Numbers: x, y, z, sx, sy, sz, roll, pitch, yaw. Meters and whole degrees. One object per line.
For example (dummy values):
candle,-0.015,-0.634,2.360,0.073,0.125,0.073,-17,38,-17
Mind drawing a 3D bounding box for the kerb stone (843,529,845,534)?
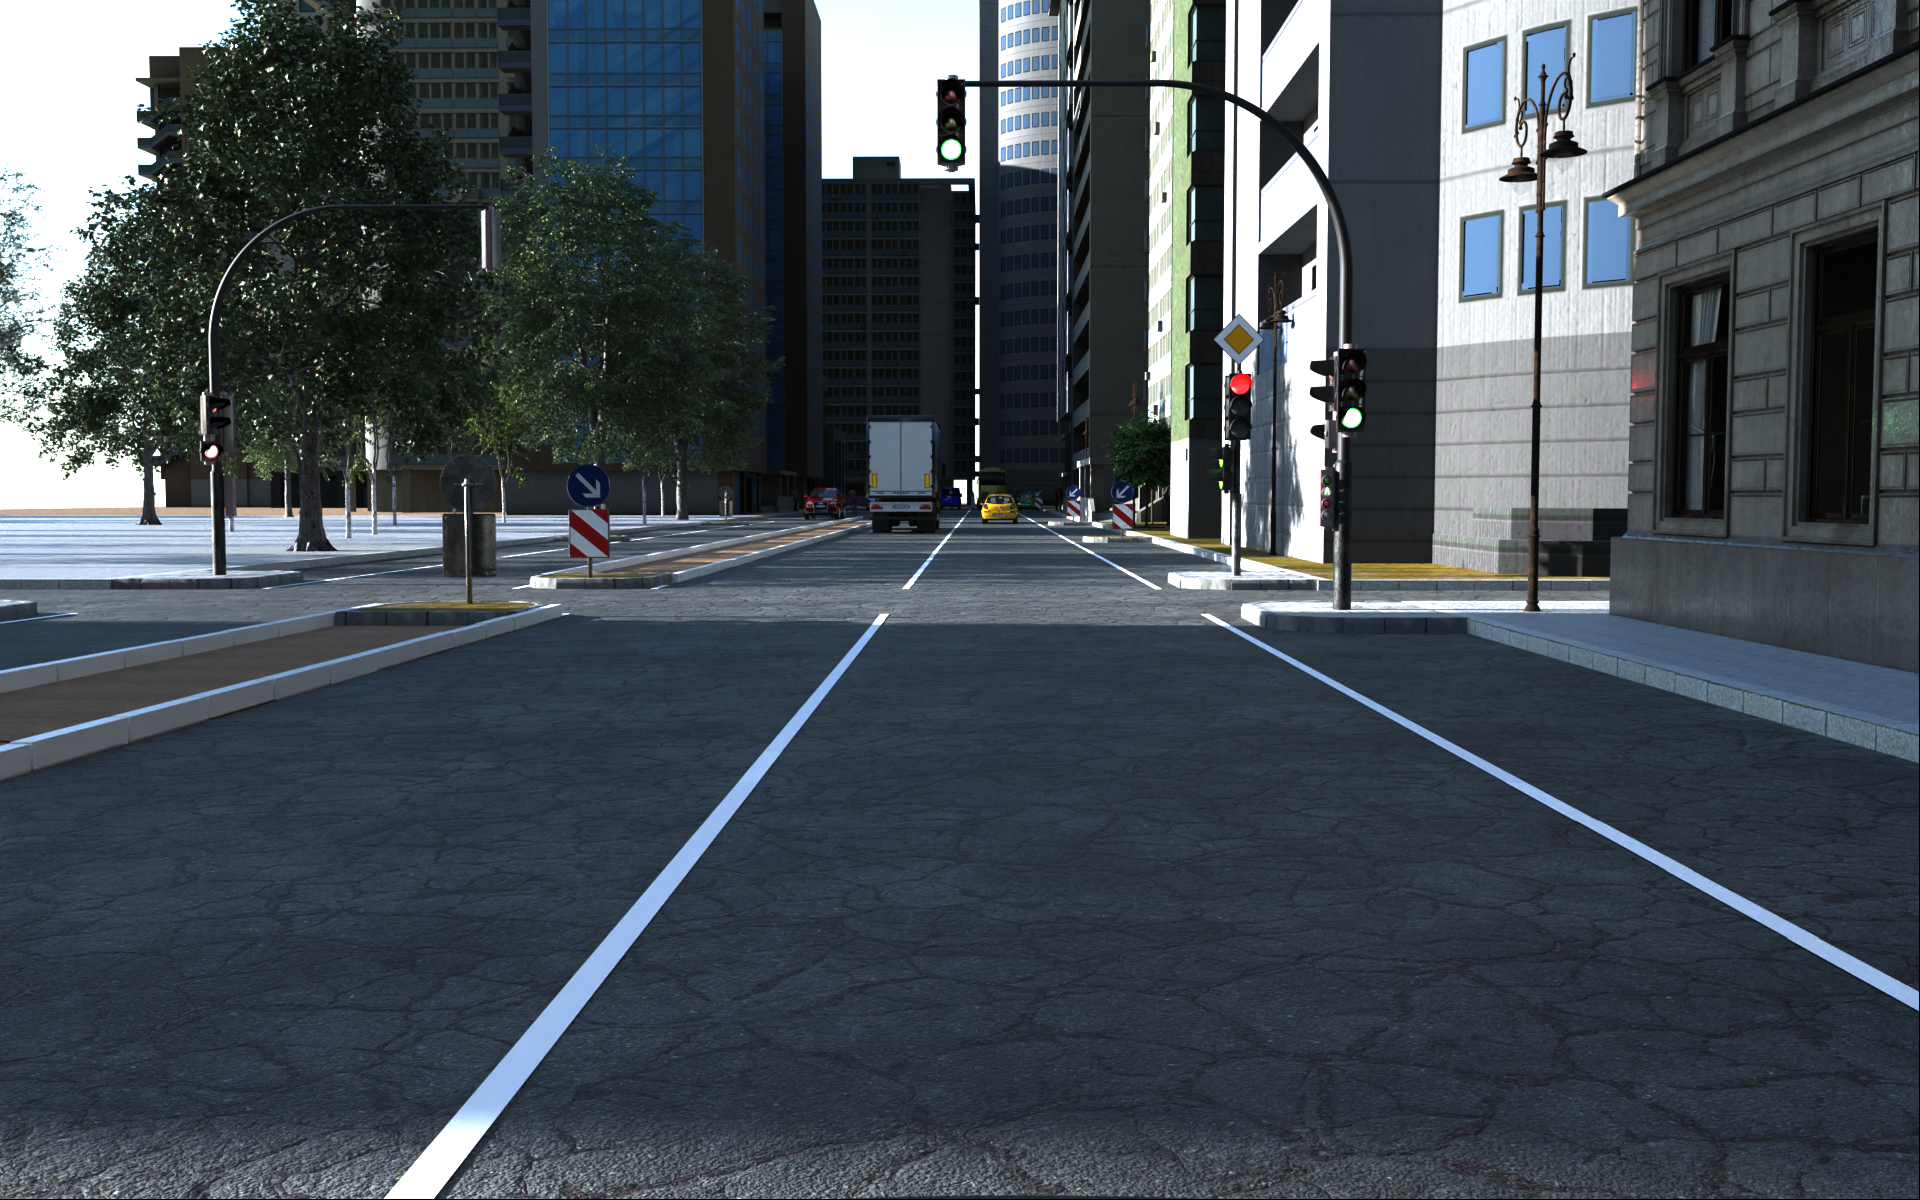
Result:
kerb stone,-4.177,-2.325,60.225,0.120,0.150,1.000,0,4,1

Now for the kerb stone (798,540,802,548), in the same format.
kerb stone,-4.368,-1.447,45.856,0.120,0.150,1.000,0,4,1

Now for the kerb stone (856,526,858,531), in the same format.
kerb stone,-4.094,-2.701,66.372,0.120,0.150,1.000,0,4,1

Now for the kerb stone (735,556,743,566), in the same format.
kerb stone,-4.510,-0.750,34.598,0.120,0.150,1.000,0,4,1

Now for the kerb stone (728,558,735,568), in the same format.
kerb stone,-4.533,-0.695,33.564,0.120,0.150,1.000,0,4,1

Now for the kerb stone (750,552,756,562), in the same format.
kerb stone,-4.486,-0.876,36.645,0.120,0.150,1.000,0,4,1

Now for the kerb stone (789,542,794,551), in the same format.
kerb stone,-4.389,-1.316,43.810,0.120,0.150,1.000,0,4,1

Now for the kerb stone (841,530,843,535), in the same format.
kerb stone,-4.190,-2.260,59.190,0.120,0.150,1.000,0,4,1

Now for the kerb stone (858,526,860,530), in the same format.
kerb stone,-4.082,-2.765,67.396,0.120,0.150,1.000,0,4,1

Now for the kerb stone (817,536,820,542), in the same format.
kerb stone,-4.296,-1.760,50.977,0.120,0.150,1.000,0,4,1

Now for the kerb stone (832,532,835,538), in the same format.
kerb stone,-4.221,-2.074,56.107,0.120,0.150,1.000,0,4,1

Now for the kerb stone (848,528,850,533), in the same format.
kerb stone,-4.147,-2.451,62.270,0.120,0.150,1.000,0,4,1

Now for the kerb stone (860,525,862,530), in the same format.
kerb stone,-4.063,-2.827,68.418,0.120,0.150,1.000,0,4,1

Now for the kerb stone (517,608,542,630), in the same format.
kerb stone,-4.724,0.221,18.687,0.120,0.150,1.000,0,4,1

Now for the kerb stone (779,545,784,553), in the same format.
kerb stone,-4.425,-1.197,41.762,0.120,0.150,1.000,0,4,1

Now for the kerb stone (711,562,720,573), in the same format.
kerb stone,-4.554,-0.566,31.520,0.120,0.150,1.000,0,4,1

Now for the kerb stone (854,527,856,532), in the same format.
kerb stone,-4.102,-2.639,65.350,0.120,0.150,1.000,0,4,1

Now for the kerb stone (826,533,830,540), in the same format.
kerb stone,-4.248,-1.949,54.060,0.120,0.150,1.000,0,4,1

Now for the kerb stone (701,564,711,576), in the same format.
kerb stone,-4.564,-0.504,30.497,0.120,0.150,1.000,0,4,1

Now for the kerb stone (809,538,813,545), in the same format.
kerb stone,-4.320,-1.635,48.928,0.120,0.150,1.000,0,4,1

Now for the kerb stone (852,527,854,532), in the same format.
kerb stone,-4.117,-2.574,64.319,0.120,0.150,1.000,0,4,1

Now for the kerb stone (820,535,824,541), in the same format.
kerb stone,-4.279,-1.823,52.001,0.120,0.150,1.000,0,4,1

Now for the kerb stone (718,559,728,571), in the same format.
kerb stone,-4.541,-0.633,32.541,0.120,0.150,1.000,0,4,1

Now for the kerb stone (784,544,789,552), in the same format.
kerb stone,-4.410,-1.259,42.788,0.120,0.150,1.000,0,4,1

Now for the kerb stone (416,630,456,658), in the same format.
kerb stone,-4.775,0.405,15.600,0.120,0.150,1.000,0,4,1

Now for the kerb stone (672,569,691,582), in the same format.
kerb stone,-4.600,-0.382,28.446,0.120,0.150,1.000,0,4,1

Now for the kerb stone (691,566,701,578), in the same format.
kerb stone,-4.585,-0.443,29.469,0.120,0.150,1.000,0,4,1

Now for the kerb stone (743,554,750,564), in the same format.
kerb stone,-4.502,-0.820,35.623,0.120,0.150,1.000,0,4,1

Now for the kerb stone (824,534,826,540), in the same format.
kerb stone,-4.275,-1.886,53.024,0.120,0.150,1.000,0,4,1

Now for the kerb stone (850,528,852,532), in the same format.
kerb stone,-4.131,-2.509,63.296,0.120,0.150,1.000,0,4,1

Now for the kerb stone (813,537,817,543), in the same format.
kerb stone,-4.314,-1.691,49.951,0.120,0.150,1.000,0,4,1

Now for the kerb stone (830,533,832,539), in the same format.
kerb stone,-4.251,-2.004,55.085,0.120,0.150,1.000,0,4,1

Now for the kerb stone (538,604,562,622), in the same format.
kerb stone,-4.714,0.155,19.709,0.120,0.150,1.000,0,4,1

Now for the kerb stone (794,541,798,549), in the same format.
kerb stone,-4.379,-1.385,44.834,0.120,0.150,1.000,0,4,1

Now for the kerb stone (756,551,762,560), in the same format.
kerb stone,-4.476,-0.946,37.667,0.120,0.150,1.000,0,4,1

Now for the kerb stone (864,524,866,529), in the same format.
kerb stone,-4.042,-2.953,70.472,0.120,0.150,1.000,0,4,1

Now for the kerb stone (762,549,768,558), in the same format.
kerb stone,-4.469,-1.009,38.689,0.120,0.150,1.000,0,4,1

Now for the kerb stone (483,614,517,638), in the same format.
kerb stone,-4.738,0.278,17.655,0.120,0.150,1.000,0,4,1

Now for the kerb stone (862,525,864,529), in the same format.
kerb stone,-4.045,-2.890,69.442,0.120,0.150,1.000,0,4,1

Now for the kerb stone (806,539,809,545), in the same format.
kerb stone,-4.345,-1.569,47.906,0.120,0.150,1.000,0,4,1

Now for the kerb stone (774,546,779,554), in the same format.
kerb stone,-4.439,-1.129,40.740,0.120,0.150,1.000,0,4,1

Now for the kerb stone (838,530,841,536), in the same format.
kerb stone,-4.195,-2.200,58.162,0.120,0.150,1.000,0,4,1

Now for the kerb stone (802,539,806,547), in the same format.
kerb stone,-4.348,-1.506,46.884,0.120,0.150,1.000,0,4,1

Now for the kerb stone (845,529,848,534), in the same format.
kerb stone,-4.160,-2.385,61.248,0.120,0.150,1.000,0,4,1

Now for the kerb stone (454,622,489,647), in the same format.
kerb stone,-4.756,0.347,16.631,0.120,0.150,1.000,0,4,1

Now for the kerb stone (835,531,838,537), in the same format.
kerb stone,-4.213,-2.137,57.135,0.120,0.150,1.000,0,4,1

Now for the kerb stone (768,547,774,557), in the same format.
kerb stone,-4.443,-1.071,39.711,0.120,0.150,1.000,0,4,1

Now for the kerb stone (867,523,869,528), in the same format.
kerb stone,-4.011,-3.077,72.519,0.120,0.150,1.000,0,4,1
